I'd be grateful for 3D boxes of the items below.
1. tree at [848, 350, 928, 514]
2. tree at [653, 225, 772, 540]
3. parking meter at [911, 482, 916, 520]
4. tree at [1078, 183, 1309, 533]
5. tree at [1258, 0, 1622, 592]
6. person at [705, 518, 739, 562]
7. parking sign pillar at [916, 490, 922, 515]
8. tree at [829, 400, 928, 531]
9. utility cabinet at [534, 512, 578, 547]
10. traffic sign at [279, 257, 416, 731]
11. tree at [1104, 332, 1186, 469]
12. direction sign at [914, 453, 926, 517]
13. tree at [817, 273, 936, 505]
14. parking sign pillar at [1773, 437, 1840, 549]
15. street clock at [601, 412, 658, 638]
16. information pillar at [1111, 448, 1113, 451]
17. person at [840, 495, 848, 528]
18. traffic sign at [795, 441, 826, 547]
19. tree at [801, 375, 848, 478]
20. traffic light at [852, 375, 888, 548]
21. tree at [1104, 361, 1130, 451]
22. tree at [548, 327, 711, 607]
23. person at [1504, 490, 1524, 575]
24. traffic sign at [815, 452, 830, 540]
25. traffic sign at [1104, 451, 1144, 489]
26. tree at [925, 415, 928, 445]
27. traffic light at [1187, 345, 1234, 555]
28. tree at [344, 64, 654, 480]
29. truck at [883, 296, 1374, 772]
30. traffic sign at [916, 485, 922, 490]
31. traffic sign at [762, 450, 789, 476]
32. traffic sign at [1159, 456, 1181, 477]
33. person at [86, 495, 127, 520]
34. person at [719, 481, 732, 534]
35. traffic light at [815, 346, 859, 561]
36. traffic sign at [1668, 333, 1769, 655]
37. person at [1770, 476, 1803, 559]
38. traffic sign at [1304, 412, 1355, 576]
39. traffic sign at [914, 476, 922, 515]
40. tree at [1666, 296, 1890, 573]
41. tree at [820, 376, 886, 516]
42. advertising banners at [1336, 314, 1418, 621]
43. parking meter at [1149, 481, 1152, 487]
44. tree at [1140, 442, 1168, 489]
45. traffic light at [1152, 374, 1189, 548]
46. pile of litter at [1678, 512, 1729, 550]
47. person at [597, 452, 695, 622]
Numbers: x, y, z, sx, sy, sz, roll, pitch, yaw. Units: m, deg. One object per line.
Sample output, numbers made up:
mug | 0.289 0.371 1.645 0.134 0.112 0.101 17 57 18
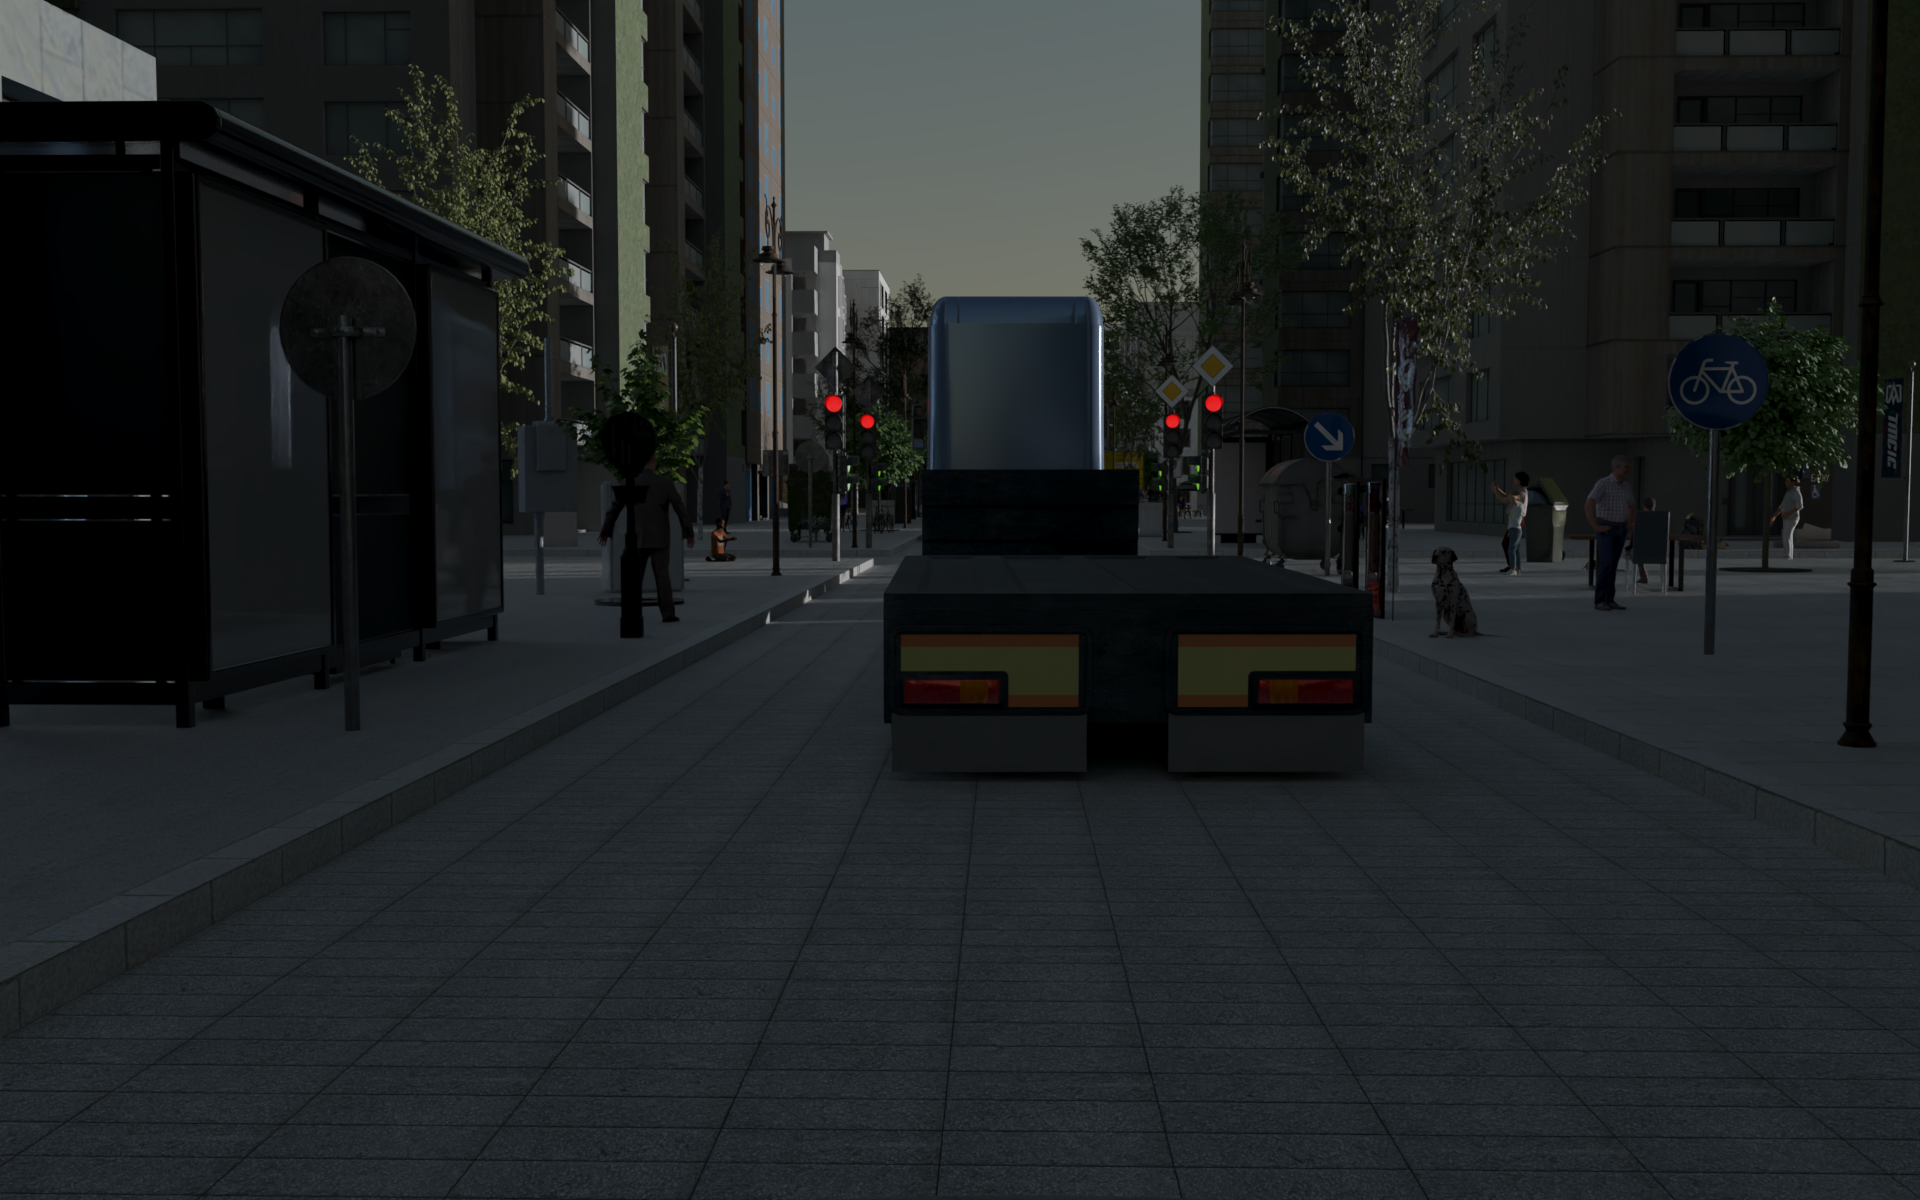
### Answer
tree | -2.306 -8.068 82.269 4.737 8.622 4.395 0 3 0
tree | -7.245 -5.979 48.126 4.737 8.622 4.395 0 3 0
parking meter | -2.350 -4.987 87.248 0.255 1.863 0.399 0 4 -3
tree | 7.224 -8.035 57.136 9.928 11.665 9.643 0 3 0
tree | 5.851 -4.398 22.271 4.360 8.622 3.978 0 3 0
person | -4.481 -1.141 32.981 0.655 0.850 0.859 2 4 24
parking sign pillar | -2.788 -7.212 106.394 1.447 3.967 1.447 1 4 15
tree | -2.886 -4.717 60.841 4.285 4.588 4.351 0 3 0
utility cabinet | -9.827 -1.891 42.084 1.020 1.237 0.306 -3 5 -40
traffic sign | -3.300 -0.564 9.332 0.768 2.556 0.104 0 4 6
tree | 7.495 -7.584 74.366 4.737 8.622 4.395 0 3 0
direction sign | -2.292 -6.372 96.171 0.876 3.537 0.379 -1 4 -17
tree | -2.566 -8.469 72.877 7.601 10.594 8.767 1 4 8
parking sign pillar | 20.210 -3.228 41.249 1.447 3.967 1.447 -2 4 -29
street clock | -2.937 -0.666 15.452 0.471 2.002 0.358 0 4 -3
information pillar | 7.714 -5.889 87.639 0.183 3.616 0.504 1 4 20
person | -4.366 -3.462 65.010 0.546 1.535 0.453 3 5 42
traffic sign | -3.593 -2.535 41.548 0.768 2.556 0.104 0 4 8
tree | -6.658 -8.945 96.606 4.737 8.622 4.395 0 3 0
traffic light | -2.142 -3.183 40.960 0.839 4.253 0.868 0 4 2
tree | 8.914 -12.683 125.488 7.486 12.596 7.792 0 3 0
tree | -3.620 -1.558 20.070 1.663 3.219 1.824 0 3 0
person | 8.817 -1.081 27.624 0.340 1.345 0.435 0 4 5
traffic sign | -3.983 -2.922 47.879 0.768 2.556 0.104 1 4 10
traffic sign | 7.559 -5.383 81.887 2.265 3.308 0.079 0 4 2
tree | 0.585 -16.666 182.850 12.009 13.543 11.850 0 3 0
traffic light | 4.747 -2.684 32.808 0.839 4.253 0.868 0 4 2
tree | -8.530 -4.864 29.885 4.737 8.622 4.395 0 3 0
truck | 0.789 -1.716 17.809 2.967 4.110 18.799 0 4 0
traffic sign | -2.459 -6.680 103.095 2.265 3.308 0.079 0 4 3
traffic sign | -4.282 -2.331 40.234 0.606 2.300 0.079 0 4 3
traffic sign | 5.515 -2.652 45.494 0.606 2.300 0.079 0 4 5
person | -7.607 -0.557 15.300 0.789 1.805 0.875 -1 4 -21
person | -7.495 -2.957 55.317 0.530 1.710 0.541 3 5 41
traffic light | -2.352 -2.695 32.978 0.839 4.253 0.868 0 4 2
traffic sign | 5.996 -0.837 13.786 0.768 2.556 0.104 0 4 6
person | 16.938 -1.644 35.535 0.789 1.805 0.875 0 4 3
traffic sign | 5.747 -1.646 27.017 0.768 2.556 0.104 1 4 10
traffic sign | -2.517 -6.219 101.787 0.768 2.556 0.104 0 4 6
tree | 13.466 -2.754 28.738 4.285 4.588 4.351 0 3 0
tree | -6.186 -9.315 102.667 4.360 8.622 3.978 0 3 0
advertising banners | 4.308 -1.330 17.941 0.090 3.025 2.074 0 4 -7
parking meter | 7.724 -3.863 68.869 0.399 1.863 0.255 -1 4 -15
tree | 11.976 -7.763 110.637 4.285 4.588 4.351 0 3 0
traffic light | 4.957 -3.172 40.790 0.839 4.253 0.868 0 4 2
pile of litter | 17.414 -1.621 40.461 1.719 0.858 1.176 -3 5 -40
person | -3.144 -0.662 17.417 0.990 1.755 0.434 0 4 6
